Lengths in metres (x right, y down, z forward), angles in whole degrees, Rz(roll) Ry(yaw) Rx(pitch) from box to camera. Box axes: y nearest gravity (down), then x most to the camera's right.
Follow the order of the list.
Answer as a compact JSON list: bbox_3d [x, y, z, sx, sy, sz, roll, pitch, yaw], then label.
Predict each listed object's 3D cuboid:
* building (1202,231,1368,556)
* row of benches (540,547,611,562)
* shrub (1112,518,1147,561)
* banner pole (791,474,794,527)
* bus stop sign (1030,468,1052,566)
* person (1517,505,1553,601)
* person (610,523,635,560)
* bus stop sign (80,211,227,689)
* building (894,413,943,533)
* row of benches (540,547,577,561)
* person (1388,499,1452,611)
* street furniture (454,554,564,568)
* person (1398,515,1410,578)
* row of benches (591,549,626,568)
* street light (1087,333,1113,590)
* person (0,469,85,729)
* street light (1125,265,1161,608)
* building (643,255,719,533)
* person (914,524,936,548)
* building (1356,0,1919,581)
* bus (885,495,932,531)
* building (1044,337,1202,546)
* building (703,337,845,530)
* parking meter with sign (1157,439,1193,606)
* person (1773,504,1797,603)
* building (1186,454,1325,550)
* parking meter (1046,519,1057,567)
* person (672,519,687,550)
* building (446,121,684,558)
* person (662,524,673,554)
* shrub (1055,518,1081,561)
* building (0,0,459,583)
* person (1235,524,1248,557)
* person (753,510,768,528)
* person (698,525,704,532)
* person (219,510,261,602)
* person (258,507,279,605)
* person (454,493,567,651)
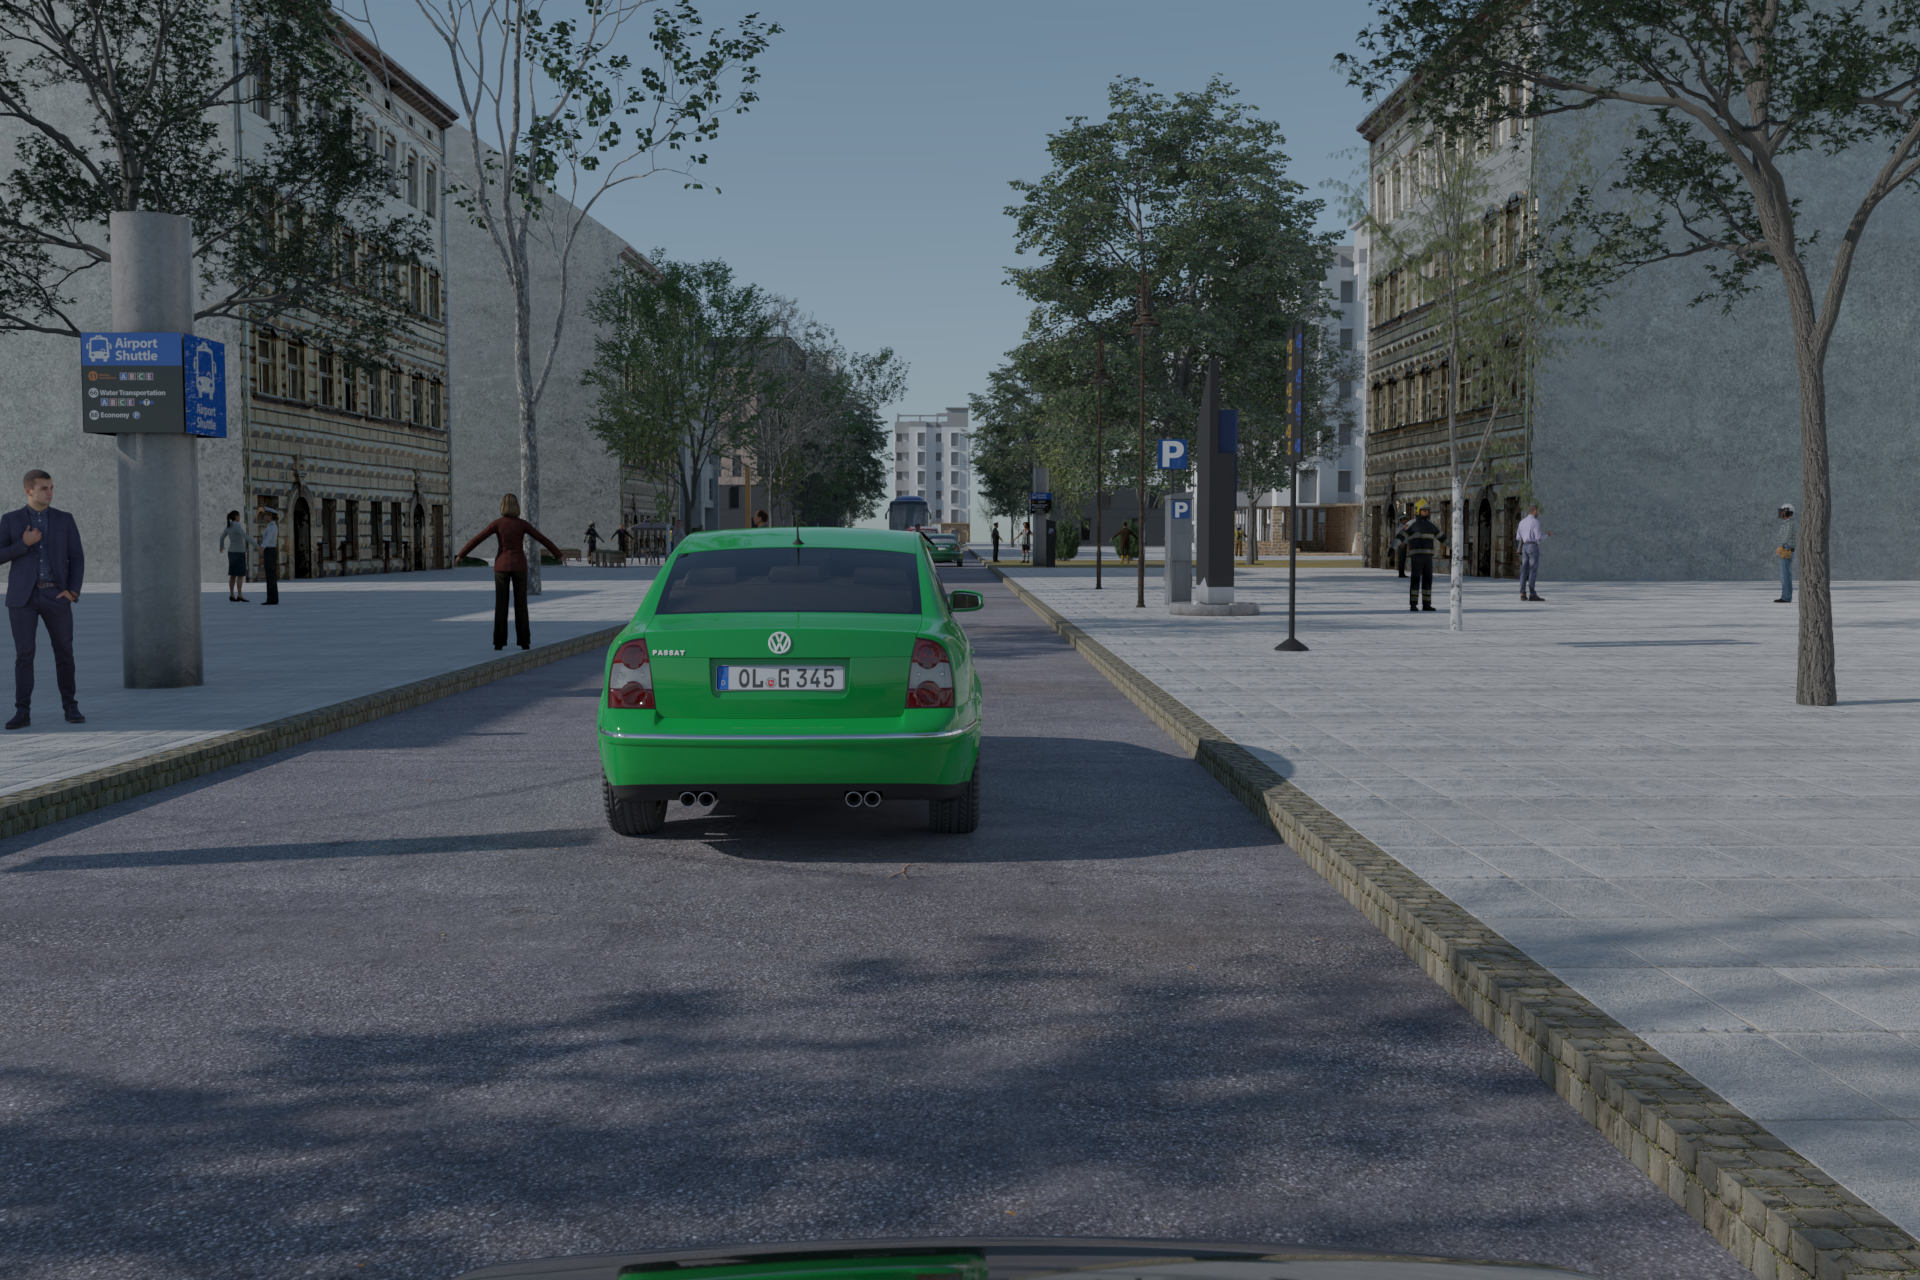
[{"bbox_3d":[21.284,-15.799,114.737,16.016,20.090,11.380,0,3,0],"label":"building"},{"bbox_3d":[-18.162,-3.947,80.001,4.104,0.672,1.422,-1,4,-23],"label":"row of benches"},{"bbox_3d":[8.179,-4.869,83.641,1.661,2.075,1.752,0,3,0],"label":"shrub"},{"bbox_3d":[-6.955,-5.029,72.243,0.401,3.779,0.863,0,3,0],"label":"banner pole"},{"bbox_3d":[3.205,-4.888,68.935,0.837,3.901,0.837,0,3,0],"label":"bus stop sign"},{"bbox_3d":[11.050,-1.670,33.221,0.599,1.838,0.709,-1,4,-21],"label":"person"},{"bbox_3d":[-16.388,-4.756,83.983,1.346,1.802,0.704,-3,4,-38],"label":"person"},{"bbox_3d":[-6.726,-1.560,14.518,0.837,3.901,0.837,0,4,-1],"label":"bus stop sign"},{"bbox_3d":[-9.700,-24.690,262.562,11.380,20.090,16.016,0,4,8],"label":"building"},{"bbox_3d":[-19.461,-4.138,83.127,1.422,0.672,4.104,1,4,10],"label":"row of benches"},{"bbox_3d":[7.674,-1.405,28.741,1.351,1.858,0.704,-1,4,-15],"label":"person"},{"bbox_3d":[-21.173,-3.248,68.729,10.072,0.657,5.734,1,4,13],"label":"street furniture"},{"bbox_3d":[13.025,-2.754,50.814,0.704,1.855,1.343,1,4,22],"label":"person"},{"bbox_3d":[-13.744,-3.197,67.731,1.422,0.672,4.104,-1,4,-22],"label":"row of benches"},{"bbox_3d":[3.217,-4.109,39.977,0.468,5.910,1.993,0,3,0],"label":"street light"},{"bbox_3d":[-6.161,-0.284,11.598,0.541,1.710,0.530,-1,4,-22],"label":"person"},{"bbox_3d":[3.160,-3.504,30.082,0.468,5.910,1.993,0,4,0],"label":"street light"},{"bbox_3d":[-28.187,-15.822,125.149,16.747,18.905,31.486,0,4,1],"label":"building"},{"bbox_3d":[-1.546,-3.366,63.684,1.347,1.806,0.705,0,4,-8],"label":"person"},{"bbox_3d":[24.580,-13.749,55.719,19.493,23.208,18.063,0,4,-1],"label":"building"},{"bbox_3d":[-3.231,-7.503,114.215,2.896,3.916,12.251,0,3,0],"label":"bus"},{"bbox_3d":[23.178,-21.543,196.205,27.936,21.610,32.646,0,4,0],"label":"building"},{"bbox_3d":[-28.015,-21.503,195.550,27.936,21.610,32.646,0,3,0],"label":"building"},{"bbox_3d":[3.899,-2.129,31.065,0.543,3.016,1.738,0,3,0],"label":"parking meter with sign"},{"bbox_3d":[15.417,-1.624,32.386,0.704,1.849,1.345,2,4,28],"label":"person"},{"bbox_3d":[23.554,-11.670,132.947,9.099,9.664,28.070,0,3,0],"label":"building"},{"bbox_3d":[3.521,-3.740,66.867,0.399,1.863,0.255,0,4,-1],"label":"parking meter"},{"bbox_3d":[-9.952,-3.391,61.594,0.704,1.811,1.347,-3,4,-37],"label":"person"},{"bbox_3d":[-26.947,-16.418,99.357,19.493,23.208,18.063,0,4,0],"label":"building"},{"bbox_3d":[-15.368,-5.247,91.763,0.705,1.833,1.349,-3,5,-39],"label":"person"},{"bbox_3d":[4.886,-4.742,81.577,1.661,2.075,1.752,0,3,0],"label":"shrub"},{"bbox_3d":[-27.799,-13.622,53.646,19.493,23.208,18.063,0,4,0],"label":"building"},{"bbox_3d":[15.895,-5.679,98.619,1.354,1.858,0.705,2,4,34],"label":"person"},{"bbox_3d":[-3.027,-1.071,26.243,0.705,1.796,1.348,1,4,14],"label":"person"},{"bbox_3d":[-14.460,-5.534,96.604,0.705,1.813,1.348,2,4,29],"label":"person"},{"bbox_3d":[-13.600,-1.583,32.715,1.217,1.735,0.721,2,4,32],"label":"person"},{"bbox_3d":[-12.573,-1.524,31.380,0.721,1.778,1.216,-1,4,-15],"label":"person"},{"bbox_3d":[-4.973,-0.757,19.182,1.215,1.729,0.721,-1,4,-14],"label":"person"}]
